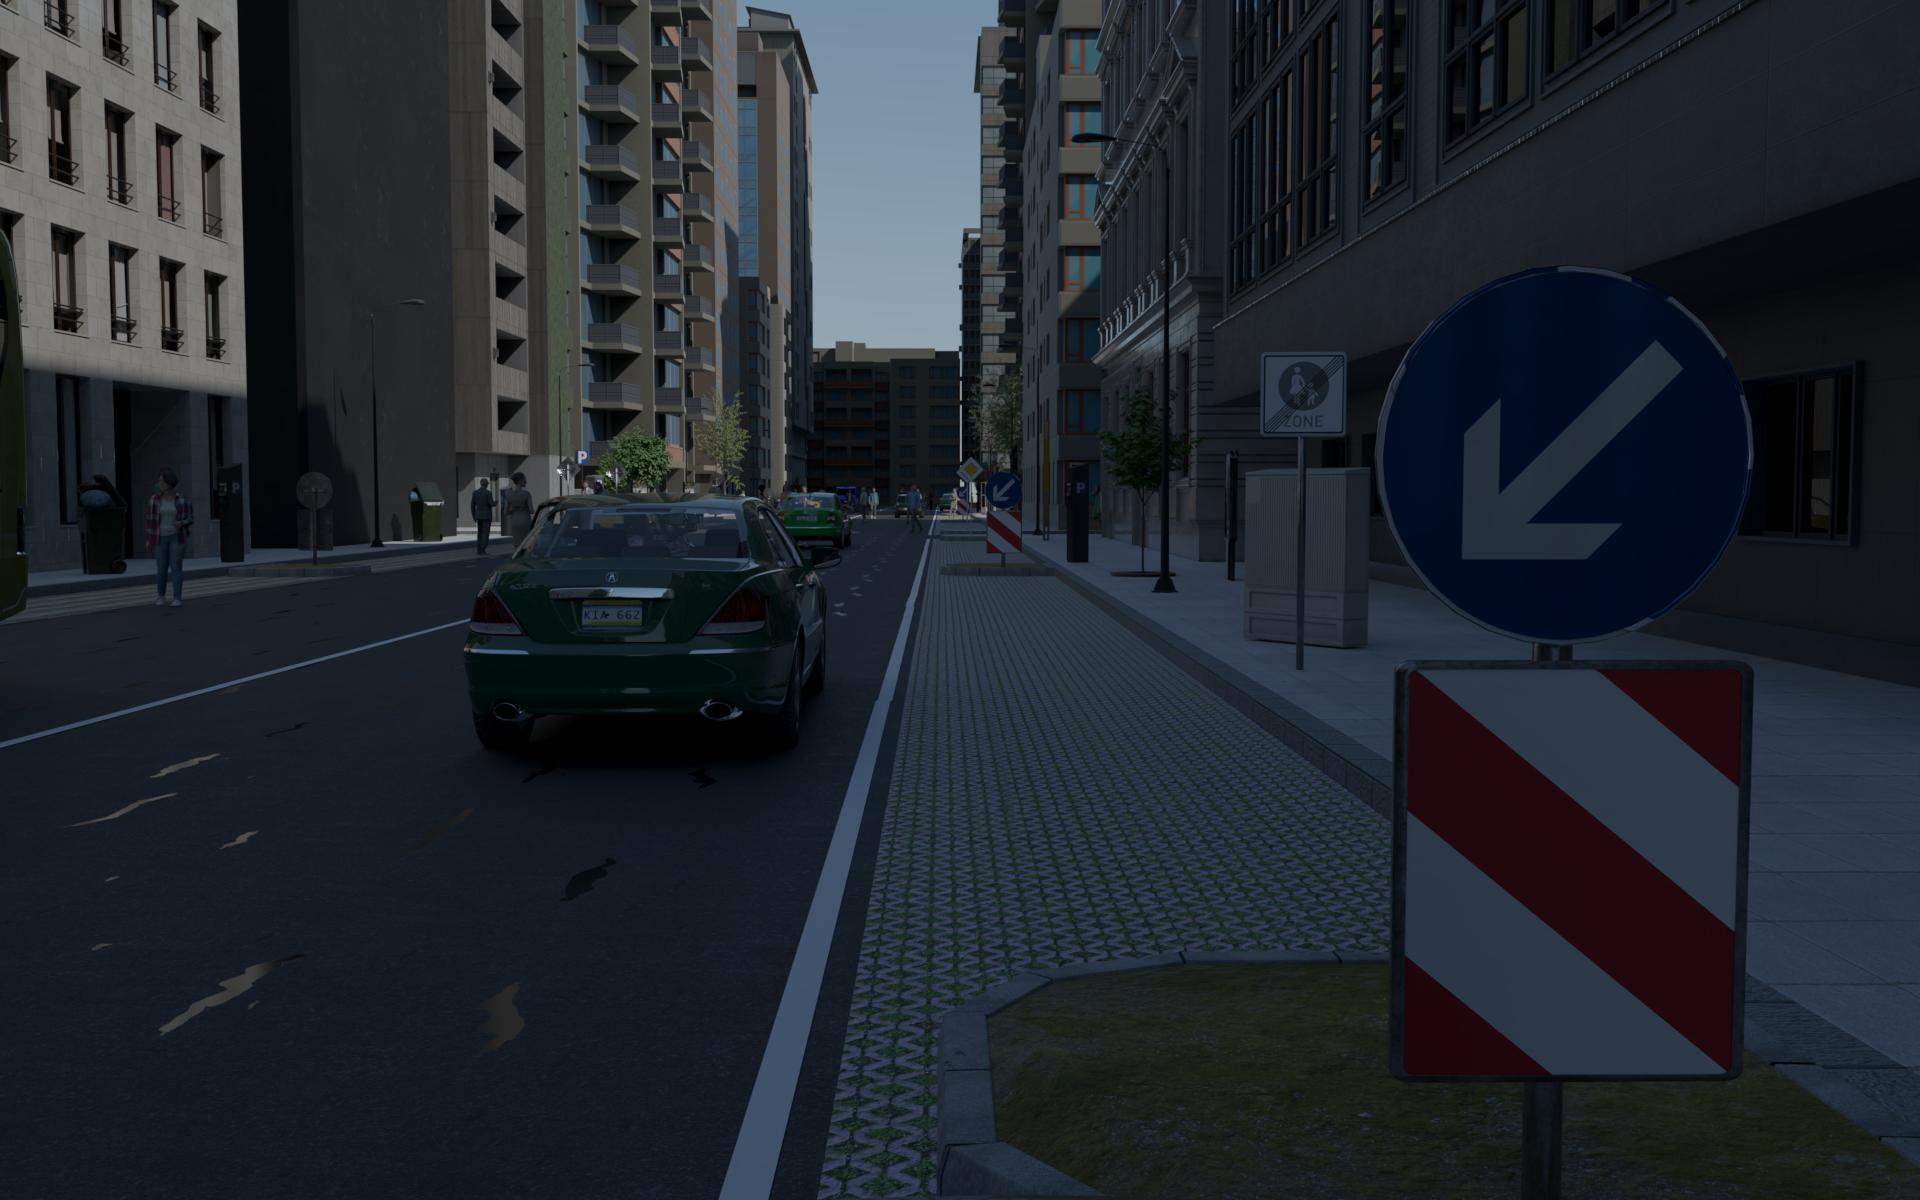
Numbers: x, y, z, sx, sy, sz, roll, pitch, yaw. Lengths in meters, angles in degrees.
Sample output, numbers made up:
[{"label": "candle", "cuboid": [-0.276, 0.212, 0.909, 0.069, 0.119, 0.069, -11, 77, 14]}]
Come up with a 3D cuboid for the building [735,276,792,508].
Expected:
[{"label": "building", "cuboid": [-29.885, -18.779, 152.068, 27.650, 21.520, 28.899, 0, 4, -1]}]

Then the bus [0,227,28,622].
[{"label": "bus", "cuboid": [-8.214, -0.952, 7.117, 2.896, 3.916, 12.252, 0, 4, -1]}]

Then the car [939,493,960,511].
[{"label": "car", "cuboid": [-0.767, -8.214, 143.102, 1.959, 1.807, 4.718, 0, 4, 1]}]

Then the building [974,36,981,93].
[{"label": "building", "cuboid": [16.147, -37.180, 197.129, 28.713, 52.752, 27.495, 0, 4, -1]}]

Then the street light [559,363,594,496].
[{"label": "street light", "cuboid": [-13.666, -5.446, 61.578, 1.470, 5.913, 1.316, 0, 4, -1]}]

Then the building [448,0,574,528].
[{"label": "building", "cuboid": [-23.884, -18.140, 68.297, 14.160, 30.474, 14.107, 0, 4, -1]}]

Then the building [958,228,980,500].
[{"label": "building", "cuboid": [11.860, -33.360, 237.317, 23.993, 40.220, 32.217, 0, 4, -1]}]

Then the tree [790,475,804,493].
[{"label": "tree", "cuboid": [-15.849, -10.647, 168.686, 1.663, 3.219, 1.824, 0, 3, 0]}]

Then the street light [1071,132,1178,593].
[{"label": "street light", "cuboid": [2.130, -3.051, 22.431, 1.470, 5.913, 1.316, 0, 4, -1]}]

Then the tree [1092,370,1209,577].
[{"label": "tree", "cuboid": [2.810, -1.995, 27.217, 1.663, 3.219, 1.824, 0, 3, 0]}]

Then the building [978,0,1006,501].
[{"label": "building", "cuboid": [12.106, -44.909, 172.513, 20.563, 71.187, 20.611, 0, 4, -1]}]

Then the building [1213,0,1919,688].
[{"label": "building", "cuboid": [11.571, -13.737, 18.106, 14.314, 27.812, 24.014, 0, 4, -1]}]

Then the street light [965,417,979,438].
[{"label": "street light", "cuboid": [1.208, -8.074, 104.556, 1.470, 5.913, 1.316, 0, 4, -1]}]

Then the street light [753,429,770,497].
[{"label": "street light", "cuboid": [-14.344, -9.301, 124.614, 1.470, 5.913, 1.316, 0, 4, -1]}]

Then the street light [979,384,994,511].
[{"label": "street light", "cuboid": [1.652, -6.150, 73.087, 1.470, 5.913, 1.316, 0, 4, -1]}]

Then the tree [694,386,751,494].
[{"label": "tree", "cuboid": [-15.993, -10.202, 117.169, 4.737, 8.622, 4.395, 0, 3, 0]}]

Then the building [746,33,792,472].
[{"label": "building", "cuboid": [-24.439, -31.976, 172.912, 14.600, 45.320, 14.200, 0, 4, -1]}]

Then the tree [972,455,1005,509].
[{"label": "tree", "cuboid": [2.362, -9.869, 145.075, 4.285, 4.588, 4.351, 0, 3, 0]}]

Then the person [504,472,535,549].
[{"label": "person", "cuboid": [-6.941, -1.150, 27.642, 0.599, 1.781, 0.374, 1, 4, 11]}]

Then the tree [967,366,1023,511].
[{"label": "tree", "cuboid": [2.205, -9.192, 100.644, 4.360, 8.622, 3.978, 0, 3, 0]}]

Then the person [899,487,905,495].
[{"label": "person", "cuboid": [-4.067, -7.024, 122.699, 0.474, 1.900, 0.648, 0, 4, -3]}]

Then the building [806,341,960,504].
[{"label": "building", "cuboid": [-14.550, -23.819, 234.477, 28.899, 21.520, 27.650, 0, 4, -1]}]

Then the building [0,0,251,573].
[{"label": "building", "cuboid": [-20.298, -10.600, 28.064, 10.420, 20.320, 16.860, 0, 4, -1]}]

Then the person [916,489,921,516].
[{"label": "person", "cuboid": [-2.708, -6.356, 113.016, 0.593, 1.750, 0.643, -1, 4, -15]}]

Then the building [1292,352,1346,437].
[{"label": "building", "cuboid": [52.600, -33.317, 228.325, 14.086, 41.232, 14.154, 0, 4, -1]}]

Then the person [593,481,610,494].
[{"label": "person", "cuboid": [-10.197, -2.495, 49.554, 0.793, 1.790, 0.793, -1, 4, -15]}]

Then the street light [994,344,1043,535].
[{"label": "street light", "cuboid": [1.878, -4.961, 53.657, 1.470, 5.913, 1.316, 0, 4, -1]}]

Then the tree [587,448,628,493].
[{"label": "tree", "cuboid": [-15.035, -4.818, 73.369, 1.663, 3.219, 1.824, 0, 3, 0]}]

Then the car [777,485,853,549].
[{"label": "car", "cuboid": [-3.903, -2.307, 46.516, 1.959, 1.807, 4.718, 0, 4, 1]}]

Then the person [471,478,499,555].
[{"label": "person", "cuboid": [-11.049, -1.937, 40.353, 0.661, 1.801, 0.590, 1, 4, 20]}]

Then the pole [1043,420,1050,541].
[{"label": "pole", "cuboid": [2.380, -3.292, 47.663, 0.158, 3.312, 0.155, 0, 3, 0]}]

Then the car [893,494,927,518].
[{"label": "car", "cuboid": [-3.031, -5.774, 104.195, 2.009, 1.686, 4.222, 0, 4, 0]}]

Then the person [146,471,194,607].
[{"label": "person", "cuboid": [-10.071, -0.780, 22.092, 0.563, 1.720, 0.643, -1, 4, -14]}]

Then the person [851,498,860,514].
[{"label": "person", "cuboid": [-7.589, -6.840, 125.832, 0.738, 1.151, 1.012, -1, 4, -19]}]

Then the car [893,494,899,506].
[{"label": "car", "cuboid": [-5.466, -9.605, 168.847, 2.131, 1.459, 4.920, 0, 3, 0]}]

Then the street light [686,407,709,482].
[{"label": "street light", "cuboid": [-14.116, -7.355, 92.802, 1.470, 5.913, 1.316, 0, 4, -1]}]

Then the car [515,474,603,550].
[{"label": "car", "cuboid": [-4.429, -0.749, 22.035, 2.009, 1.686, 4.222, 0, 4, 0]}]

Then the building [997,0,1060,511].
[{"label": "building", "cuboid": [13.849, -28.585, 121.987, 22.147, 44.769, 28.867, 0, 4, -1]}]

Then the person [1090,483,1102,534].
[{"label": "person", "cuboid": [4.749, -3.086, 59.210, 0.529, 1.795, 0.600, -1, 4, -11]}]

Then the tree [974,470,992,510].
[{"label": "tree", "cuboid": [2.061, -9.425, 148.707, 1.663, 3.219, 1.824, 0, 3, 0]}]

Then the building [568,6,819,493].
[{"label": "building", "cuboid": [-30.662, -37.155, 196.715, 27.495, 52.752, 28.713, 0, 4, -1]}]

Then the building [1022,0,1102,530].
[{"label": "building", "cuboid": [17.784, -14.045, 74.679, 28.899, 21.520, 27.650, 0, 4, -1]}]

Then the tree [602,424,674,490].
[{"label": "tree", "cuboid": [-15.040, -5.947, 80.940, 4.285, 4.588, 4.351, 0, 3, 0]}]

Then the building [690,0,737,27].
[{"label": "building", "cuboid": [-23.965, -29.153, 126.757, 14.600, 45.320, 14.200, 0, 4, -1]}]

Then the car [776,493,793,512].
[{"label": "car", "cuboid": [-9.795, -5.640, 101.801, 1.945, 1.707, 3.694, 0, 4, -1]}]

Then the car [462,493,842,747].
[{"label": "car", "cuboid": [-1.857, 0.033, 11.252, 2.131, 1.459, 4.920, 0, 4, -2]}]

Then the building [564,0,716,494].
[{"label": "building", "cuboid": [-25.914, -27.073, 97.272, 22.147, 44.769, 28.867, 0, 4, -1]}]

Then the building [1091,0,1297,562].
[{"label": "building", "cuboid": [9.355, -12.577, 41.787, 11.583, 22.565, 21.152, 0, 4, -1]}]

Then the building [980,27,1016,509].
[{"label": "building", "cuboid": [8.789, -28.876, 155.718, 14.154, 41.232, 14.086, 0, 4, -1]}]

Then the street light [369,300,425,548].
[{"label": "street light", "cuboid": [-13.489, -4.219, 41.528, 1.470, 5.913, 1.316, 0, 4, -1]}]

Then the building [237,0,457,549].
[{"label": "building", "cuboid": [-23.199, -13.228, 45.954, 15.834, 23.373, 12.332, 0, 4, -1]}]

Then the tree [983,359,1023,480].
[{"label": "tree", "cuboid": [3.057, -8.745, 93.349, 4.737, 8.622, 4.395, 0, 3, 0]}]
